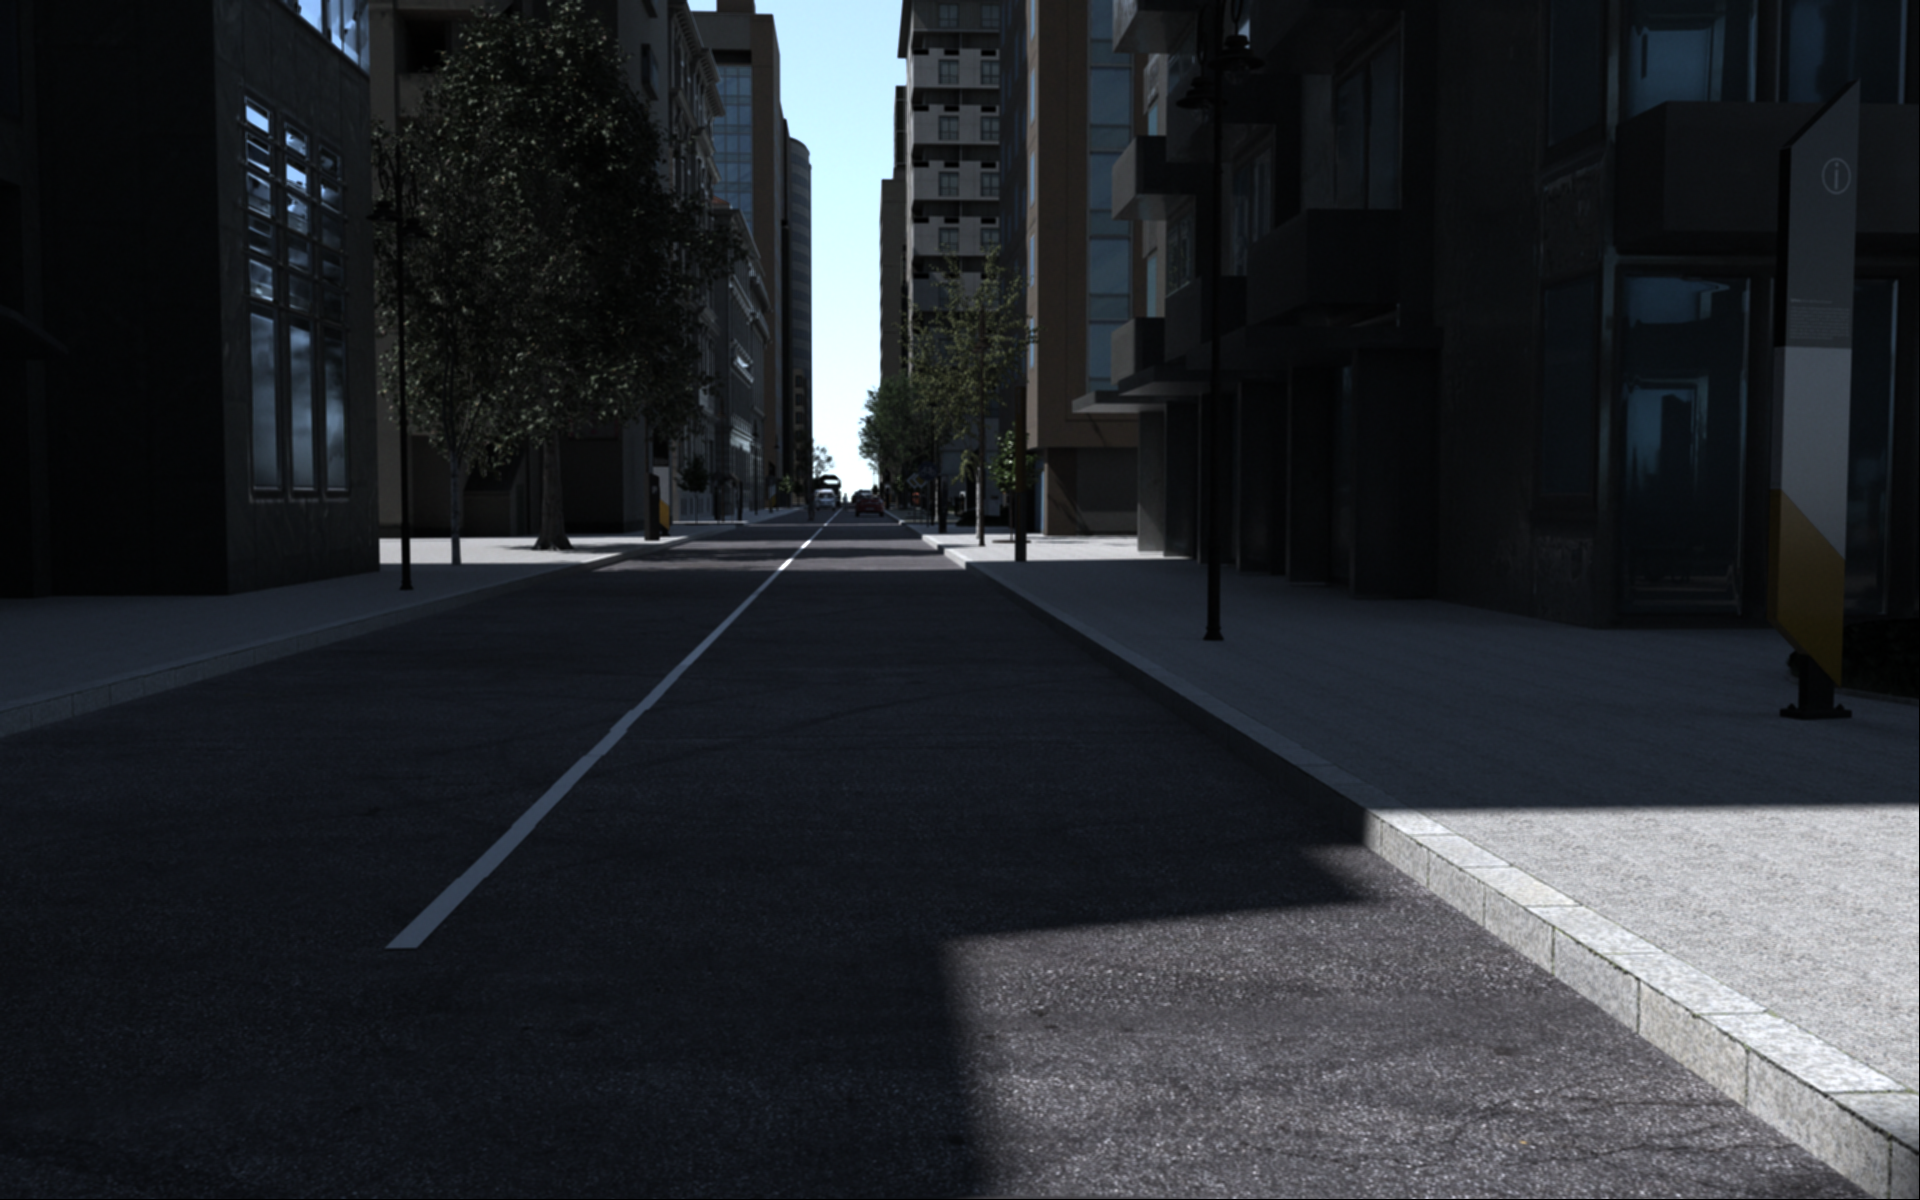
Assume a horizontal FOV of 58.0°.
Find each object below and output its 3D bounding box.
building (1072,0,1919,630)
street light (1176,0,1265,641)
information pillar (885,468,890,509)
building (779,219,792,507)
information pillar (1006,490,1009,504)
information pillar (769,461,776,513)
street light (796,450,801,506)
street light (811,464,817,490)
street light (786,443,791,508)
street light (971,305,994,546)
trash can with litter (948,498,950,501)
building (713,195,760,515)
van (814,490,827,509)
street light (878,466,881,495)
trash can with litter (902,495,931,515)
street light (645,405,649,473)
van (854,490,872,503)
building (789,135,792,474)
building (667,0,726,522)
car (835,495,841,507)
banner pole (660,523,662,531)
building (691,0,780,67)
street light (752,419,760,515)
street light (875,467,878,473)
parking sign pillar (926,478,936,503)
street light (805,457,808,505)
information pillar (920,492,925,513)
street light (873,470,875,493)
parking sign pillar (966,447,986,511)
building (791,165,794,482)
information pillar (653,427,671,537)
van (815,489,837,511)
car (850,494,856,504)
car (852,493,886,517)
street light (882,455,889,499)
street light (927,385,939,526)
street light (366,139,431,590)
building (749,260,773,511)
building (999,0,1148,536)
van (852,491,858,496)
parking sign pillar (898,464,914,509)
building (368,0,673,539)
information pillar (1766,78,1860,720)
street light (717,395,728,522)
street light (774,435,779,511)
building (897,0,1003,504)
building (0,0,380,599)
[{"bbox_3d":[14.765,-24.998,28.321,23.786,49.044,30.456,0,4,-3],"label":"building"},{"bbox_3d":[2.230,-2.585,15.059,0.468,5.910,1.993,0,4,-3],"label":"street light"},{"bbox_3d":[-6.424,-9.918,153.518,0.504,3.616,0.183,-1,4,-10],"label":"information pillar"},{"bbox_3d":[-24.308,-24.626,174.342,14.160,30.474,14.107,0,4,-3],"label":"building"},{"bbox_3d":[4.017,-8.567,144.561,0.304,2.012,0.304,1,4,18],"label":"information pillar"},{"bbox_3d":[-13.055,-7.887,120.300,0.504,3.616,0.183,-1,4,-9],"label":"information pillar"},{"bbox_3d":[-17.049,-12.850,182.883,0.468,5.910,1.993,0,4,-3],"label":"street light"},{"bbox_3d":[-20.284,-16.250,238.479,0.468,5.910,1.993,0,4,-3],"label":"street light"},{"bbox_3d":[-15.441,-11.217,156.189,0.468,5.910,1.993,0,4,-3],"label":"street light"},{"bbox_3d":[0.541,-4.261,42.452,0.468,5.910,1.993,0,4,-3],"label":"street light"},{"bbox_3d":[-1.138,-6.487,117.448,0.624,1.170,1.055,1,4,22],"label":"trash can with litter"},{"bbox_3d":[-19.387,-16.928,112.924,11.583,22.565,21.152,0,4,-3],"label":"building"},{"bbox_3d":[-13.773,-9.889,168.695,2.013,2.044,4.112,0,4,-3],"label":"van"},{"bbox_3d":[-9.101,-14.120,203.655,0.468,5.910,1.993,0,4,-3],"label":"street light"},{"bbox_3d":[-2.543,-5.950,108.333,2.233,1.210,1.678,-1,4,-9],"label":"trash can with litter"},{"bbox_3d":[-9.002,-4.707,49.739,0.468,5.910,1.993,0,4,-3],"label":"street light"},{"bbox_3d":[-9.318,-9.865,168.301,2.013,2.044,4.112,0,4,-5],"label":"van"},{"bbox_3d":[-26.210,-32.894,187.928,14.600,45.320,14.200,0,4,-3],"label":"building"},{"bbox_3d":[-19.862,-18.502,89.896,14.401,28.519,23.554,0,4,-3],"label":"building"},{"bbox_3d":[-14.598,-11.378,198.606,1.945,1.354,3.894,0,4,-4],"label":"car"},{"bbox_3d":[-10.206,-4.255,59.583,0.401,3.779,0.863,-3,4,-37],"label":"banner pole"},{"bbox_3d":[-23.707,-31.172,159.772,14.600,45.320,14.200,0,4,-3],"label":"building"},{"bbox_3d":[-12.516,-8.160,106.211,0.468,5.910,1.993,0,4,-3],"label":"street light"},{"bbox_3d":[-10.737,-15.753,230.347,0.468,5.910,1.993,0,4,-3],"label":"street light"},{"bbox_3d":[-2.725,-10.051,152.801,1.447,3.967,1.447,0,4,2],"label":"parking sign pillar"},{"bbox_3d":[-18.585,-14.485,209.615,0.468,5.910,1.993,0,4,-3],"label":"street light"},{"bbox_3d":[-2.500,-6.846,116.421,0.304,2.012,0.304,0,4,-5],"label":"information pillar"},{"bbox_3d":[-12.433,-17.558,259.860,0.468,5.910,1.993,0,4,-3],"label":"street light"},{"bbox_3d":[0.885,-6.620,96.715,1.447,3.967,1.447,-2,4,-35],"label":"parking sign pillar"},{"bbox_3d":[-26.766,-33.760,202.094,14.600,45.320,14.200,0,4,-3],"label":"building"},{"bbox_3d":[-9.013,-3.728,52.305,0.504,3.616,0.183,-1,4,-10],"label":"information pillar"},{"bbox_3d":[-11.782,-8.888,152.329,2.013,2.044,4.112,0,4,-3],"label":"van"},{"bbox_3d":[-15.339,-15.159,258.078,2.015,1.641,3.980,0,4,-4],"label":"car"},{"bbox_3d":[-5.799,-6.225,110.812,2.155,1.783,4.494,0,4,-4],"label":"car"},{"bbox_3d":[-7.503,-12.474,176.730,0.468,5.910,1.993,0,4,-3],"label":"street light"},{"bbox_3d":[-1.126,-5.980,70.568,0.468,5.910,1.993,0,4,-3],"label":"street light"},{"bbox_3d":[-7.421,-3.074,23.044,0.468,5.910,1.993,0,4,-3],"label":"street light"},{"bbox_3d":[-21.844,-17.957,135.400,13.314,21.916,24.055,0,4,-3],"label":"building"},{"bbox_3d":[8.794,-24.972,58.404,14.600,45.320,14.200,0,4,-3],"label":"building"},{"bbox_3d":[-16.329,-16.576,278.035,2.013,2.044,4.112,0,4,-4],"label":"van"},{"bbox_3d":[-4.485,-9.652,146.287,1.447,3.967,1.447,0,4,6],"label":"parking sign pillar"},{"bbox_3d":[-21.653,-26.589,58.440,21.600,48.544,21.300,0,4,-3],"label":"building"},{"bbox_3d":[4.842,-1.130,9.825,0.504,3.616,0.183,-1,4,-18],"label":"information pillar"},{"bbox_3d":[-10.899,-6.528,79.517,0.468,5.910,1.993,0,4,-3],"label":"street light"},{"bbox_3d":[-14.067,-9.813,133.237,0.468,5.910,1.993,0,4,-3],"label":"street light"},{"bbox_3d":[8.170,-36.204,181.182,28.713,52.752,27.495,0,4,-3],"label":"building"},{"bbox_3d":[-17.882,-42.664,10.225,22.319,86.520,31.000,0,4,-3],"label":"building"}]
